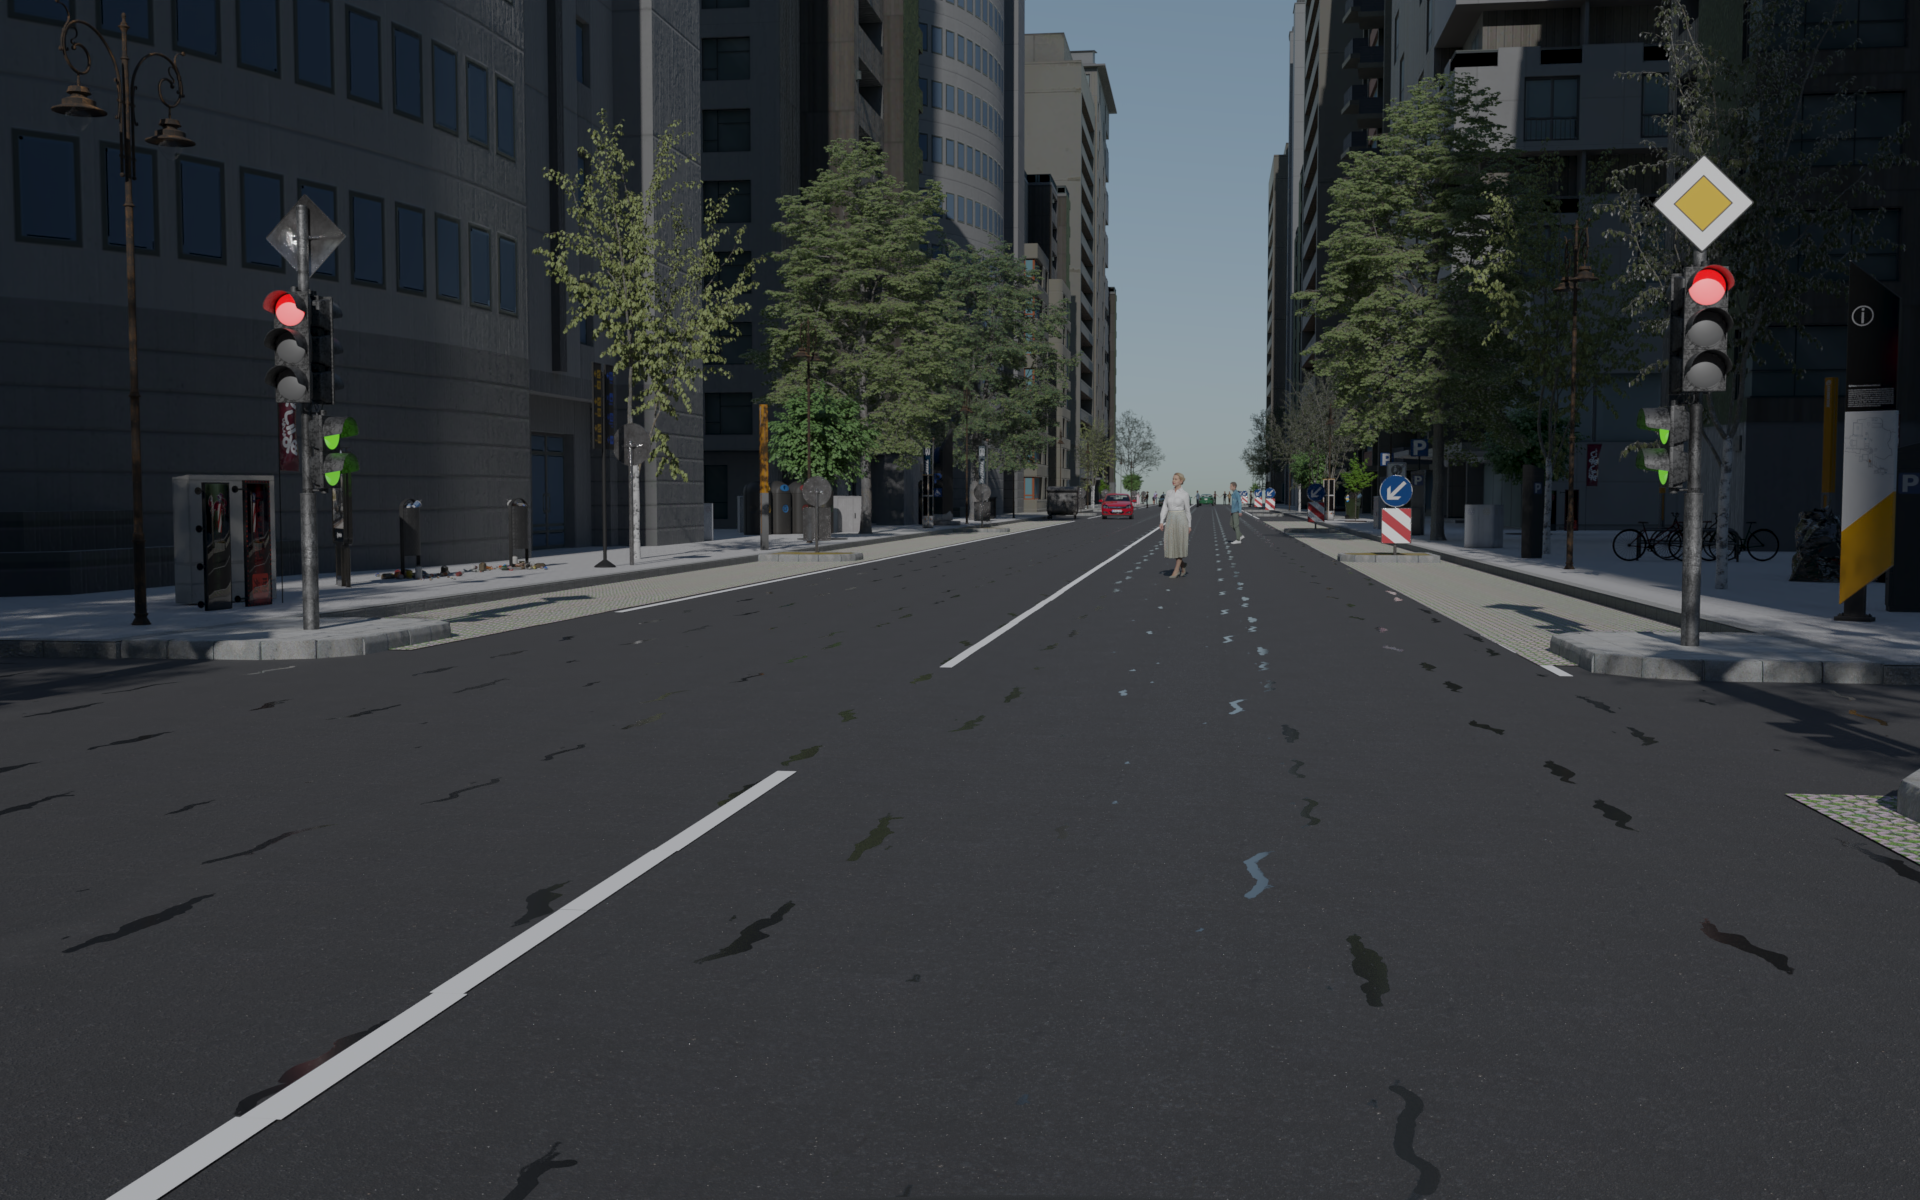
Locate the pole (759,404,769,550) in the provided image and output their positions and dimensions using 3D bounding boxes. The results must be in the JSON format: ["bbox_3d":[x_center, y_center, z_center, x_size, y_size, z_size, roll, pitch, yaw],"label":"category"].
[{"bbox_3d":[-4.470,-2.793,39.515,0.158,3.312,0.155,0,3,0],"label":"pole"}]

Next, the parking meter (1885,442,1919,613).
[{"bbox_3d":[10.288,-0.804,18.851,0.399,1.863,0.255,1,4,20],"label":"parking meter"}]

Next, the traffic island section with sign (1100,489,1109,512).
[{"bbox_3d":[11.972,-8.158,142.018,1.989,1.847,2.006,1,4,8],"label":"traffic island section with sign"}]

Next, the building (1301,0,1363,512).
[{"bbox_3d":[38.017,-31.247,134.593,21.300,48.544,21.600,1,4,8],"label":"building"}]

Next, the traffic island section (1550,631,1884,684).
[{"bbox_3d":[6.194,0.467,14.647,2.009,0.180,2.903,1,4,8],"label":"traffic island section"}]

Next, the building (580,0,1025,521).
[{"bbox_3d":[-7.957,-34.507,106.194,21.231,58.520,28.212,1,4,8],"label":"building"}]

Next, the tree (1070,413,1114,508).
[{"bbox_3d":[12.031,-12.607,156.493,4.360,8.622,3.978,0,3,0],"label":"tree"}]

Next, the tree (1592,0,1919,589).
[{"bbox_3d":[10.457,-4.464,23.351,4.360,8.622,3.978,0,3,0],"label":"tree"}]

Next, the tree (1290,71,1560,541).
[{"bbox_3d":[12.819,-7.911,47.466,7.486,12.596,7.792,0,3,0],"label":"tree"}]

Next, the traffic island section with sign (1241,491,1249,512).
[{"bbox_3d":[23.957,-8.027,139.877,1.989,1.847,2.006,1,4,8],"label":"traffic island section with sign"}]

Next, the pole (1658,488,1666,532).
[{"bbox_3d":[23.915,-3.982,58.944,0.158,3.312,0.155,0,3,0],"label":"pole"}]

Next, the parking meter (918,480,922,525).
[{"bbox_3d":[-1.593,-4.094,72.646,0.255,1.863,0.399,-1,4,-15],"label":"parking meter"}]

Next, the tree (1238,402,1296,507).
[{"bbox_3d":[31.865,-14.668,174.241,8.767,10.594,7.601,3,4,39],"label":"tree"}]

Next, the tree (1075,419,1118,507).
[{"bbox_3d":[12.931,-13.277,167.436,4.737,8.622,4.395,0,3,0],"label":"tree"}]

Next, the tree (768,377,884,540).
[{"bbox_3d":[-3.850,-3.977,48.736,4.285,4.588,4.351,0,3,0],"label":"tree"}]

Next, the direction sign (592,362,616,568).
[{"bbox_3d":[-6.208,-2.336,30.192,0.379,3.537,0.876,1,4,11],"label":"direction sign"}]

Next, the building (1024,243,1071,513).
[{"bbox_3d":[-6.286,-17.788,135.880,27.650,21.520,28.899,1,4,8],"label":"building"}]

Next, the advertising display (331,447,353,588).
[{"bbox_3d":[-8.602,-1.155,24.105,0.123,1.923,0.974,-2,4,-29],"label":"advertising display"}]

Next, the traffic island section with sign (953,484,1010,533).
[{"bbox_3d":[0.838,-3.446,64.969,1.989,1.847,2.006,1,4,8],"label":"traffic island section with sign"}]

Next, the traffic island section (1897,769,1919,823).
[{"bbox_3d":[5.053,0.950,6.744,2.009,0.180,2.903,1,4,8],"label":"traffic island section"}]

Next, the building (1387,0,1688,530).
[{"bbox_3d":[33.035,-29.524,71.953,28.713,52.752,27.495,1,4,8],"label":"building"}]

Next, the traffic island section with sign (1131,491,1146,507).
[{"bbox_3d":[19.888,-11.512,196.847,1.989,1.847,2.006,1,4,8],"label":"traffic island section with sign"}]

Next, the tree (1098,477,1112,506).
[{"bbox_3d":[15.728,-12.011,190.988,1.663,3.219,1.824,0,3,0],"label":"tree"}]

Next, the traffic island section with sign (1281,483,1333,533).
[{"bbox_3d":[13.008,-3.389,64.038,1.989,1.847,2.006,1,4,8],"label":"traffic island section with sign"}]

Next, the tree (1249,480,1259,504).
[{"bbox_3d":[40.020,-14.742,235.633,1.663,3.219,1.824,0,3,0],"label":"tree"}]

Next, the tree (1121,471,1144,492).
[{"bbox_3d":[23.700,-15.547,237.912,4.285,4.588,4.351,0,3,0],"label":"tree"}]

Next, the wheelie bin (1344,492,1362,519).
[{"bbox_3d":[20.105,-4.931,88.526,0.693,1.594,0.980,3,5,40],"label":"wheelie bin"}]

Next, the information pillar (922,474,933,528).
[{"bbox_3d":[-1.208,-3.702,65.022,0.304,2.012,0.304,3,5,39],"label":"information pillar"}]

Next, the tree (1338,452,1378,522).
[{"bbox_3d":[18.230,-5.234,80.173,1.663,3.219,1.824,0,3,0],"label":"tree"}]

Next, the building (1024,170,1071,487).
[{"bbox_3d":[2.383,-23.534,156.484,14.160,30.474,14.107,1,4,8],"label":"building"}]

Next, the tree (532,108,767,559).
[{"bbox_3d":[-6.162,-5.117,34.022,4.737,8.622,4.395,0,3,0],"label":"tree"}]

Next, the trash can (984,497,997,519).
[{"bbox_3d":[1.560,-4.750,89.323,0.748,1.137,0.748,0,3,0],"label":"trash can"}]

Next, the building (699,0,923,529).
[{"bbox_3d":[-9.530,-18.179,68.927,14.160,30.474,14.107,1,4,8],"label":"building"}]

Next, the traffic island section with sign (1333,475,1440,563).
[{"bbox_3d":[9.079,-1.725,36.827,1.989,1.847,2.006,1,4,8],"label":"traffic island section with sign"}]

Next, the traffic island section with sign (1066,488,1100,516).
[{"bbox_3d":[8.082,-6.508,115.029,1.989,1.847,2.006,1,4,8],"label":"traffic island section with sign"}]

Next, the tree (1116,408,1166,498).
[{"bbox_3d":[24.493,-20.692,248.689,12.009,13.543,11.850,0,3,0],"label":"tree"}]

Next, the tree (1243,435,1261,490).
[{"bbox_3d":[35.321,-15.339,201.149,4.360,8.622,3.978,0,3,0],"label":"tree"}]

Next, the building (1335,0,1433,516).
[{"bbox_3d":[35.754,-27.813,109.359,22.147,44.769,28.867,1,4,8],"label":"building"}]

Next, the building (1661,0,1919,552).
[{"bbox_3d":[25.436,-16.629,43.590,14.160,30.474,14.107,1,4,8],"label":"building"}]

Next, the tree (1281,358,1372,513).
[{"bbox_3d":[20.086,-8.730,93.097,4.360,8.622,3.978,0,3,0],"label":"tree"}]

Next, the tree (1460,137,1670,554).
[{"bbox_3d":[12.757,-5.279,36.666,4.737,8.622,4.395,0,3,0],"label":"tree"}]

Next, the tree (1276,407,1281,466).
[{"bbox_3d":[20.884,-9.238,101.408,4.360,8.622,3.978,0,3,0],"label":"tree"}]

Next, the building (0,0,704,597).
[{"bbox_3d":[-19.262,-29.998,32.463,21.231,58.520,28.212,1,4,8],"label":"building"}]

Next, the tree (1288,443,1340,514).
[{"bbox_3d":[22.713,-7.790,111.074,4.285,4.588,4.351,0,3,0],"label":"tree"}]

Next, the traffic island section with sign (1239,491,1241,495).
[{"bbox_3d":[31.841,-11.362,194.388,1.989,1.847,2.006,1,4,8],"label":"traffic island section with sign"}]

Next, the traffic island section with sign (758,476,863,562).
[{"bbox_3d":[-3.150,-1.755,37.322,1.989,1.847,2.006,1,4,8],"label":"traffic island section with sign"}]

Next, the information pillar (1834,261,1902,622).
[{"bbox_3d":[9.097,-1.589,17.331,0.504,3.616,0.183,3,5,43],"label":"information pillar"}]

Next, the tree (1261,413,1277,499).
[{"bbox_3d":[23.228,-10.342,119.459,4.360,8.622,3.978,0,3,0],"label":"tree"}]

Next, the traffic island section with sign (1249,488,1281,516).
[{"bbox_3d":[19.989,-6.349,112.428,1.989,1.847,2.006,1,4,8],"label":"traffic island section with sign"}]

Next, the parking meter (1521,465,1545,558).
[{"bbox_3d":[11.451,-1.768,34.614,0.399,1.863,0.255,-2,4,-29],"label":"parking meter"}]

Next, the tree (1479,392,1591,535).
[{"bbox_3d":[18.198,-4.361,55.008,4.285,4.588,4.351,0,3,0],"label":"tree"}]

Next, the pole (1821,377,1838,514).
[{"bbox_3d":[15.233,-2.234,30.362,0.158,3.312,0.155,0,3,0],"label":"pole"}]

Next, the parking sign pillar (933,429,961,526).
[{"bbox_3d":[-0.693,-5.041,70.886,1.447,3.967,1.447,1,4,19],"label":"parking sign pillar"}]

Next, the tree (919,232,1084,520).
[{"bbox_3d":[0.859,-10.902,84.903,9.857,13.997,8.962,0,3,0],"label":"tree"}]

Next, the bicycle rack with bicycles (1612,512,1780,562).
[{"bbox_3d":[14.258,-1.232,33.533,2.925,0.926,2.852,2,4,24],"label":"bicycle rack with bicycles"}]

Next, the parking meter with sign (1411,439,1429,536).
[{"bbox_3d":[14.334,-3.547,54.247,0.543,3.016,1.738,1,4,18],"label":"parking meter with sign"}]

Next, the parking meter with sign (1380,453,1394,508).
[{"bbox_3d":[17.803,-4.662,72.490,0.543,3.016,1.738,1,4,18],"label":"parking meter with sign"}]

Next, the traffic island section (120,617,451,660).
[{"bbox_3d":[-6.168,0.358,16.431,2.009,0.180,2.903,1,4,8],"label":"traffic island section"}]

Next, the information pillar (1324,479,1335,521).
[{"bbox_3d":[17.937,-4.851,83.807,0.304,2.012,0.304,0,4,-1],"label":"information pillar"}]

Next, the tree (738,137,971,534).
[{"bbox_3d":[-3.295,-8.442,56.154,7.486,12.596,7.792,0,3,0],"label":"tree"}]
